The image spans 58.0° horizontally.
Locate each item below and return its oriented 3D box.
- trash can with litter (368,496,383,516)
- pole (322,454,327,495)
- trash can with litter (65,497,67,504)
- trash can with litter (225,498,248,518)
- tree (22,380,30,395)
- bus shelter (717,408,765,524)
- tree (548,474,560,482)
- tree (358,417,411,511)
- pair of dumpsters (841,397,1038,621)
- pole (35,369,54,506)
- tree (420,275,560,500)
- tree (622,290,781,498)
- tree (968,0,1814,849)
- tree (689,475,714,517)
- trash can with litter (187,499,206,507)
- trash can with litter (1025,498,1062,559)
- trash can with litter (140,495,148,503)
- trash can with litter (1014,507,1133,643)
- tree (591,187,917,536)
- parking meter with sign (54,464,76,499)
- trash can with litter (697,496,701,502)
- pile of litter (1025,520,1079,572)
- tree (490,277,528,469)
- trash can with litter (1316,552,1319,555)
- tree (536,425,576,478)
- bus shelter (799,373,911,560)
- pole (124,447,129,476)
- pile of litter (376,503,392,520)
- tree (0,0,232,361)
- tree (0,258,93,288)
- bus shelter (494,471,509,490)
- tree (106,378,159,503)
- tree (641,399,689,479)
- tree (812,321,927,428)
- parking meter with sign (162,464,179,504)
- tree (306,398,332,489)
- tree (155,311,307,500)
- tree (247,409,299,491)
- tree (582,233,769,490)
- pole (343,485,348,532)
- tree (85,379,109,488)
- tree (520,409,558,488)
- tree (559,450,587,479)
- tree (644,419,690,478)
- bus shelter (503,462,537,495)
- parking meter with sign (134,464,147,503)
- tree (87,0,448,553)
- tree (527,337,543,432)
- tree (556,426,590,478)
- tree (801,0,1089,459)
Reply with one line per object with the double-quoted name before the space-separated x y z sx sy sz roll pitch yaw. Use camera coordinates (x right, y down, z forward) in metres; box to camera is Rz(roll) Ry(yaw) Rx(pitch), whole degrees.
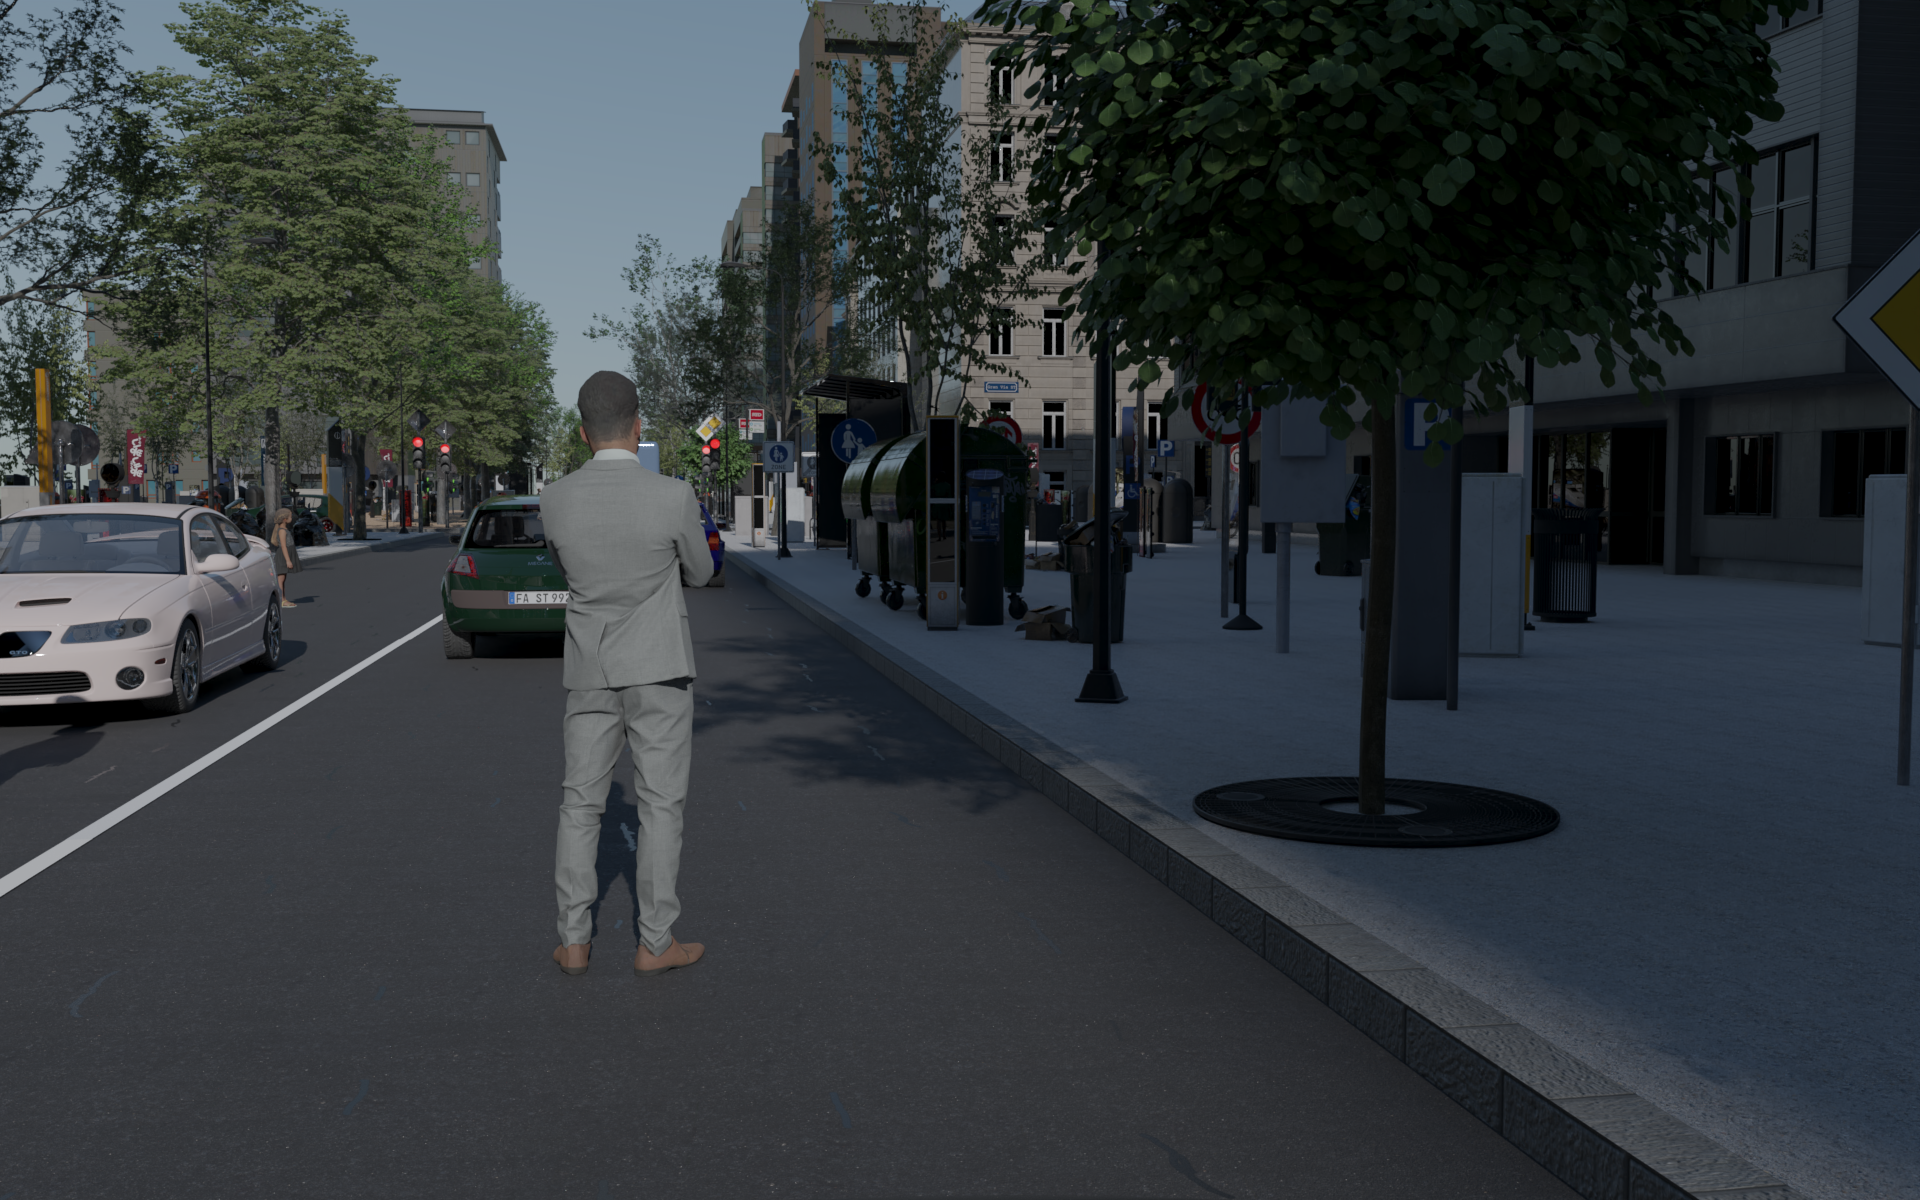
"trash can with litter" -34.561 -5.556 102.223 1.055 1.170 0.624 3 4 36
"pole" -32.635 -5.816 88.935 0.158 3.312 0.155 0 3 0
"trash can with litter" -36.480 -3.728 72.013 2.233 1.210 1.678 -3 4 -37
"trash can with litter" -21.955 -2.480 51.927 1.055 1.170 0.624 -3 4 -37
"tree" -40.776 -7.381 71.040 4.360 8.622 3.978 0 3 0
"bus shelter" -9.793 -6.190 78.831 2.179 5.291 8.768 -1 4 -10
"tree" -36.219 -9.761 154.197 1.663 3.219 1.824 0 3 0
"tree" -43.927 -11.149 132.644 4.360 8.622 3.978 0 3 0
"pair of dumpsters" -0.301 -1.042 19.523 1.574 2.255 4.437 -1 4 -11
"pole" -14.949 -2.108 28.316 0.158 3.312 0.155 0 3 0
"tree" -27.350 -11.813 99.798 9.857 13.997 8.962 0 3 0
"tree" -15.783 -11.863 104.330 12.009 13.543 11.850 0 3 0
"tree" 1.598 -1.410 6.775 4.285 4.588 4.351 0 3 0
"tree" -14.212 -6.149 95.140 1.663 3.219 1.824 0 3 0
"trash can with litter" -16.275 -1.519 36.228 1.055 1.170 0.624 1 4 14
"trash can with litter" 1.389 -1.417 34.233 2.233 1.210 1.678 1 4 13
"trash can with litter" -55.601 -6.498 117.293 2.233 1.210 1.678 0 4 -3
"trash can with litter" 0.968 -0.224 15.058 1.055 1.170 0.624 2 4 32
"tree" -5.363 -7.233 52.674 7.601 10.594 8.767 2 4 27
"parking meter with sign" -45.628 -5.636 88.406 0.543 3.016 1.738 -3 5 -43
"trash can with litter" -15.366 -5.427 100.121 1.055 1.170 0.624 0 4 -8
"pile of litter" 1.616 -0.945 29.417 1.176 0.858 1.719 1 4 16
"tree" -22.212 -9.436 72.413 7.486 12.596 7.792 0 3 0
"trash can with litter" 7.678 -1.423 34.655 1.055 1.170 0.624 1 4 21
"tree" -41.624 -13.925 178.032 4.737 8.622 4.395 0 3 0
"bus shelter" -2.274 -2.795 36.974 1.731 3.624 6.357 -1 4 -10
"pole" -36.334 -4.999 75.582 0.158 3.312 0.155 0 3 0
"pile of litter" -28.252 -4.415 86.150 1.719 0.858 1.176 0 4 -4
"tree" -13.579 -5.427 23.151 7.601 10.594 8.767 -1 4 -23
"tree" -28.071 -6.258 52.686 4.737 8.622 4.395 0 3 0
"bus shelter" -33.803 -8.281 129.317 2.014 3.302 5.546 -1 4 -10
"tree" -44.507 -8.930 96.376 4.360 8.622 3.978 0 3 0
"tree" -34.698 -17.641 206.563 7.486 12.596 7.792 0 3 0
"tree" -3.632 -7.485 72.748 4.360 8.622 3.978 0 3 0
"parking meter with sign" -46.005 -6.395 100.820 0.543 3.016 1.738 0 4 -8
"tree" -40.008 -9.561 106.688 4.360 8.622 3.978 0 3 0
"tree" -29.157 -7.285 69.473 4.360 8.622 3.978 0 3 0
"tree" -51.431 -11.025 130.623 4.737 8.622 4.395 0 3 0
"tree" -20.669 -16.577 126.928 12.611 20.169 13.585 0 3 0
"pole" -20.410 -3.890 57.451 0.158 3.312 0.155 0 3 0
"tree" -51.644 -9.535 106.263 4.360 8.622 3.978 0 3 0
"tree" -36.421 -12.142 148.881 4.360 8.622 3.978 0 3 0
"tree" -59.615 -21.992 276.570 9.611 12.733 9.660 0 3 0
"tree" -25.232 -12.316 151.729 4.737 8.622 4.395 0 3 0
"bus shelter" -29.517 -8.415 115.221 2.179 5.291 8.768 -1 4 -10
"parking meter with sign" -47.936 -6.372 100.435 1.738 3.016 0.543 2 4 26
"tree" -14.722 -7.329 37.962 7.486 12.596 7.792 0 3 0
"tree" -24.962 -10.448 88.954 7.486 12.596 7.792 0 3 0
"tree" -50.810 -18.199 231.964 7.601 10.594 8.767 -1 4 -11
"tree" -0.395 -4.520 24.268 4.737 8.622 4.395 0 3 0
